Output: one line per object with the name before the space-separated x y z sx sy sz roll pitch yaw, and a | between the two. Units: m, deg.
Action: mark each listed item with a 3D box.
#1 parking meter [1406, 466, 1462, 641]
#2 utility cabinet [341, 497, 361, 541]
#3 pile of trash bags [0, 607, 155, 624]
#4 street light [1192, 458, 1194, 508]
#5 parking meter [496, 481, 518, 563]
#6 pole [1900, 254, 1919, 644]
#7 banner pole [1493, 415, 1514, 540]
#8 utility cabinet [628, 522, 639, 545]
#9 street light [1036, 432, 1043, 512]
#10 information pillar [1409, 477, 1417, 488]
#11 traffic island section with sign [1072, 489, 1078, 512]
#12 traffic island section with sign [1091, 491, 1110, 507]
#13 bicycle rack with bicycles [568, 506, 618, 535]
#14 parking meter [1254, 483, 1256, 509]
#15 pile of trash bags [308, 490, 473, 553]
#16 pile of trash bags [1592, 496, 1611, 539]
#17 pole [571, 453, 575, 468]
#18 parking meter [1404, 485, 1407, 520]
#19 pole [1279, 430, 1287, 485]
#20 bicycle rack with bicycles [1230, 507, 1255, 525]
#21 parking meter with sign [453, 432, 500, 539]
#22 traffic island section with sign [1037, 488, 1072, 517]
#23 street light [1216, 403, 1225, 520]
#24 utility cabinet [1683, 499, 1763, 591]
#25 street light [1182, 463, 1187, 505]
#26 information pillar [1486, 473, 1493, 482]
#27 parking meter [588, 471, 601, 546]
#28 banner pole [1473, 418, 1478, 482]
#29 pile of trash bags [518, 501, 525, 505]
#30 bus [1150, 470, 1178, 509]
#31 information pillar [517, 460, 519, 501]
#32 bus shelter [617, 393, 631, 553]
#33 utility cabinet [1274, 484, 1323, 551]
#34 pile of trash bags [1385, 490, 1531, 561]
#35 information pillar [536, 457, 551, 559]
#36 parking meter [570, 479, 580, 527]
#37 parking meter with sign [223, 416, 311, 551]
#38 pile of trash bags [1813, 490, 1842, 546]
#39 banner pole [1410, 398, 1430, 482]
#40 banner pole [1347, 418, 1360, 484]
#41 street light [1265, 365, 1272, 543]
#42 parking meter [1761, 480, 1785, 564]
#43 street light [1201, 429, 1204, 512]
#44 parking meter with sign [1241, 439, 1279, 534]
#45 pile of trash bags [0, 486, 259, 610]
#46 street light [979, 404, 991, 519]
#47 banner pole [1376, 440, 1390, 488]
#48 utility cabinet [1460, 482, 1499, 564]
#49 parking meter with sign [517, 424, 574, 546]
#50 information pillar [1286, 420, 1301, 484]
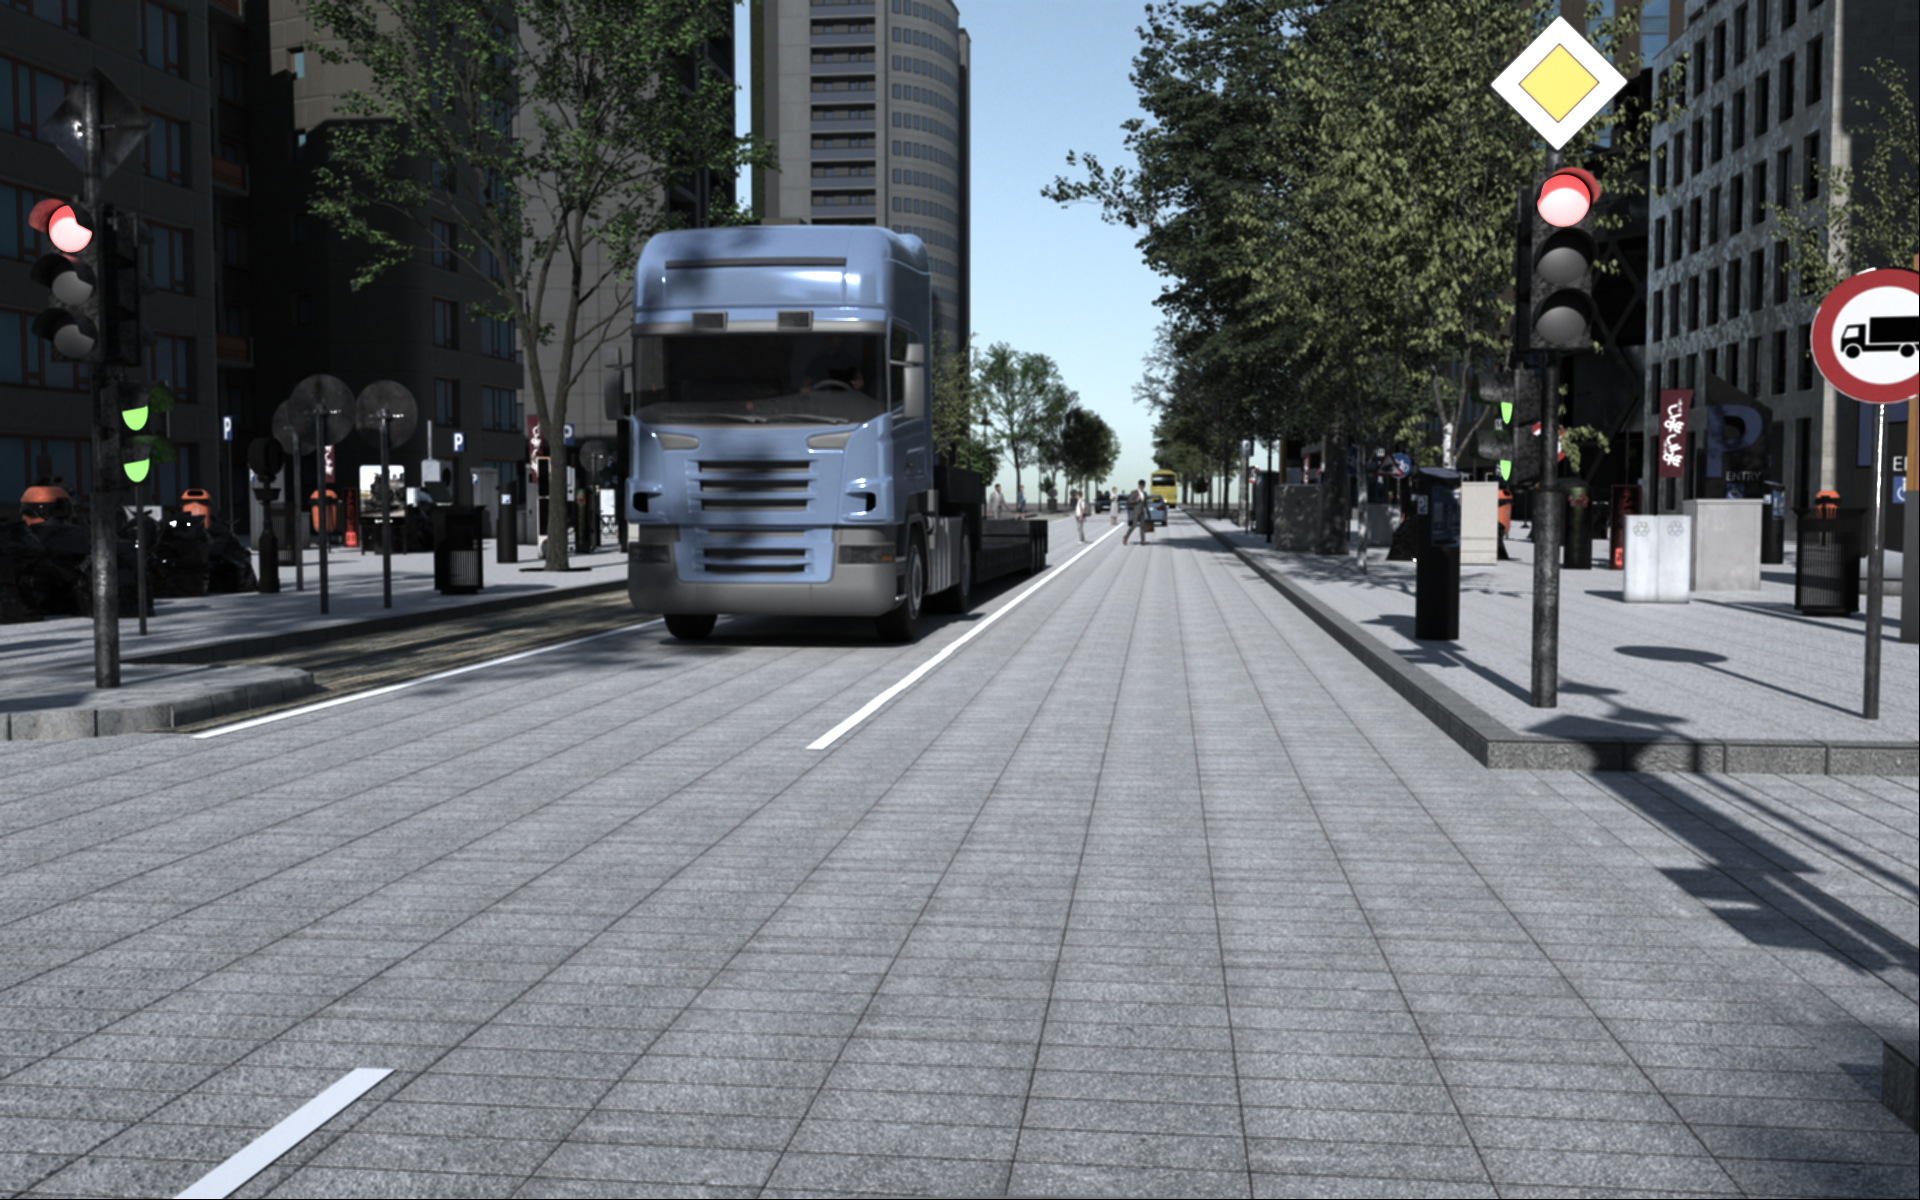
parking meter | 4.226 -0.421 15.297 0.372 1.533 0.369 0 3 0
utility cabinet | -16.699 -2.222 47.491 0.306 1.237 1.020 -2 4 -33
pile of trash bags | -10.143 -0.473 17.481 1.912 1.369 3.447 3 5 45
street light | 21.612 -11.487 160.606 0.468 5.910 1.993 0 4 7
parking meter | -8.415 -1.452 32.155 0.372 1.533 0.369 0 3 0
pole | 8.203 -1.281 14.789 0.158 3.312 0.155 0 3 0
banner pole | 15.115 -3.561 48.238 0.863 3.779 0.401 -2 4 -33
utility cabinet | -5.683 -1.434 32.128 0.318 1.500 1.173 2 4 28
street light | 5.868 -9.423 126.848 0.468 5.910 1.993 0 4 7
information pillar | 19.363 -4.256 74.075 0.304 2.012 0.304 0 4 1
traffic island section with sign | 9.127 -7.893 137.682 1.989 1.847 2.006 0 4 7
traffic island section with sign | 15.533 -11.234 192.299 1.989 1.847 2.006 0 4 7
bicycle rack with bicycles | -11.663 -2.490 54.102 2.925 0.926 2.852 3 5 41
parking meter | 14.455 -4.789 84.009 0.399 1.863 0.255 0 4 5
pile of trash bags | -12.732 -1.764 38.591 3.447 1.369 1.912 -3 5 -39
pile of trash bags | 17.698 -2.397 48.944 1.912 1.369 3.447 -1 4 -22
pole | -19.234 -5.647 86.172 0.158 3.312 0.155 0 3 0
parking meter | 12.837 -2.502 49.322 0.372 1.533 0.369 0 3 0
pole | 9.270 -3.420 49.765 0.158 3.312 0.155 0 3 0
bicycle rack with bicycles | 12.556 -3.572 71.778 2.925 0.926 2.852 2 4 31
parking meter with sign | -13.576 -3.261 49.574 0.543 3.016 1.738 3 5 41
traffic island section with sign | 5.965 -6.249 110.791 1.989 1.847 2.006 0 4 7
street light | 12.664 -6.823 84.350 0.468 5.910 1.993 0 4 7
utility cabinet | 10.122 -0.726 23.024 1.020 1.237 0.306 -1 4 -13
street light | 31.216 -16.502 242.591 0.468 5.910 1.993 0 4 7
information pillar | 18.609 -3.445 60.815 0.304 2.012 0.304 1 4 16
parking meter | -8.986 -2.256 42.593 0.255 1.863 0.399 -1 4 -17
banner pole | 16.968 -4.103 57.107 0.401 3.779 0.863 1 4 17
pile of trash bags | -18.421 -3.780 71.551 1.912 1.369 3.447 1 4 14
bus | 20.582 -11.214 174.888 2.896 3.916 12.252 0 4 7
information pillar | -19.245 -5.105 74.829 0.183 3.616 0.504 1 4 17
bus shelter | -6.296 -3.022 40.697 1.731 3.624 6.357 0 4 7
utility cabinet | 7.599 -1.847 38.872 0.318 1.500 1.173 -3 5 -41
pile of trash bags | 9.937 -1.487 34.069 1.912 1.369 3.447 3 5 43
information pillar | -8.217 -1.835 34.488 0.304 2.012 0.304 1 4 12
parking meter | -14.812 -3.723 66.583 0.399 1.863 0.255 0 4 7
parking meter with sign | -15.681 -2.630 39.255 1.738 3.016 0.543 -3 5 -42
pile of trash bags | 22.525 -1.970 41.962 3.447 1.369 1.912 3 5 40
banner pole | 11.348 -3.217 42.613 0.863 3.779 0.401 -3 4 -36
banner pole | 11.330 -3.692 50.385 0.863 3.779 0.401 -1 4 -12
street light | 8.129 -4.441 45.402 0.468 5.910 1.993 0 4 7
parking meter | 14.928 -1.430 31.799 0.372 1.533 0.369 0 3 0
street light | 17.063 -9.105 121.659 0.468 5.910 1.993 0 4 7
parking meter with sign | 9.855 -3.614 55.355 1.738 3.016 0.543 -2 4 -27
pile of trash bags | -10.326 -0.716 21.464 1.912 1.369 3.447 1 4 9
street light | 1.276 -7.041 87.906 0.468 5.910 1.993 0 4 7
banner pole | 19.452 -5.477 79.569 0.863 3.779 0.401 -1 4 -18
utility cabinet | 9.129 -1.388 31.371 1.173 1.500 0.318 1 4 17
parking meter with sign | -10.460 -2.877 43.292 1.738 3.016 0.543 2 4 31
information pillar | 10.335 -3.820 53.816 0.504 3.616 0.183 1 4 23
